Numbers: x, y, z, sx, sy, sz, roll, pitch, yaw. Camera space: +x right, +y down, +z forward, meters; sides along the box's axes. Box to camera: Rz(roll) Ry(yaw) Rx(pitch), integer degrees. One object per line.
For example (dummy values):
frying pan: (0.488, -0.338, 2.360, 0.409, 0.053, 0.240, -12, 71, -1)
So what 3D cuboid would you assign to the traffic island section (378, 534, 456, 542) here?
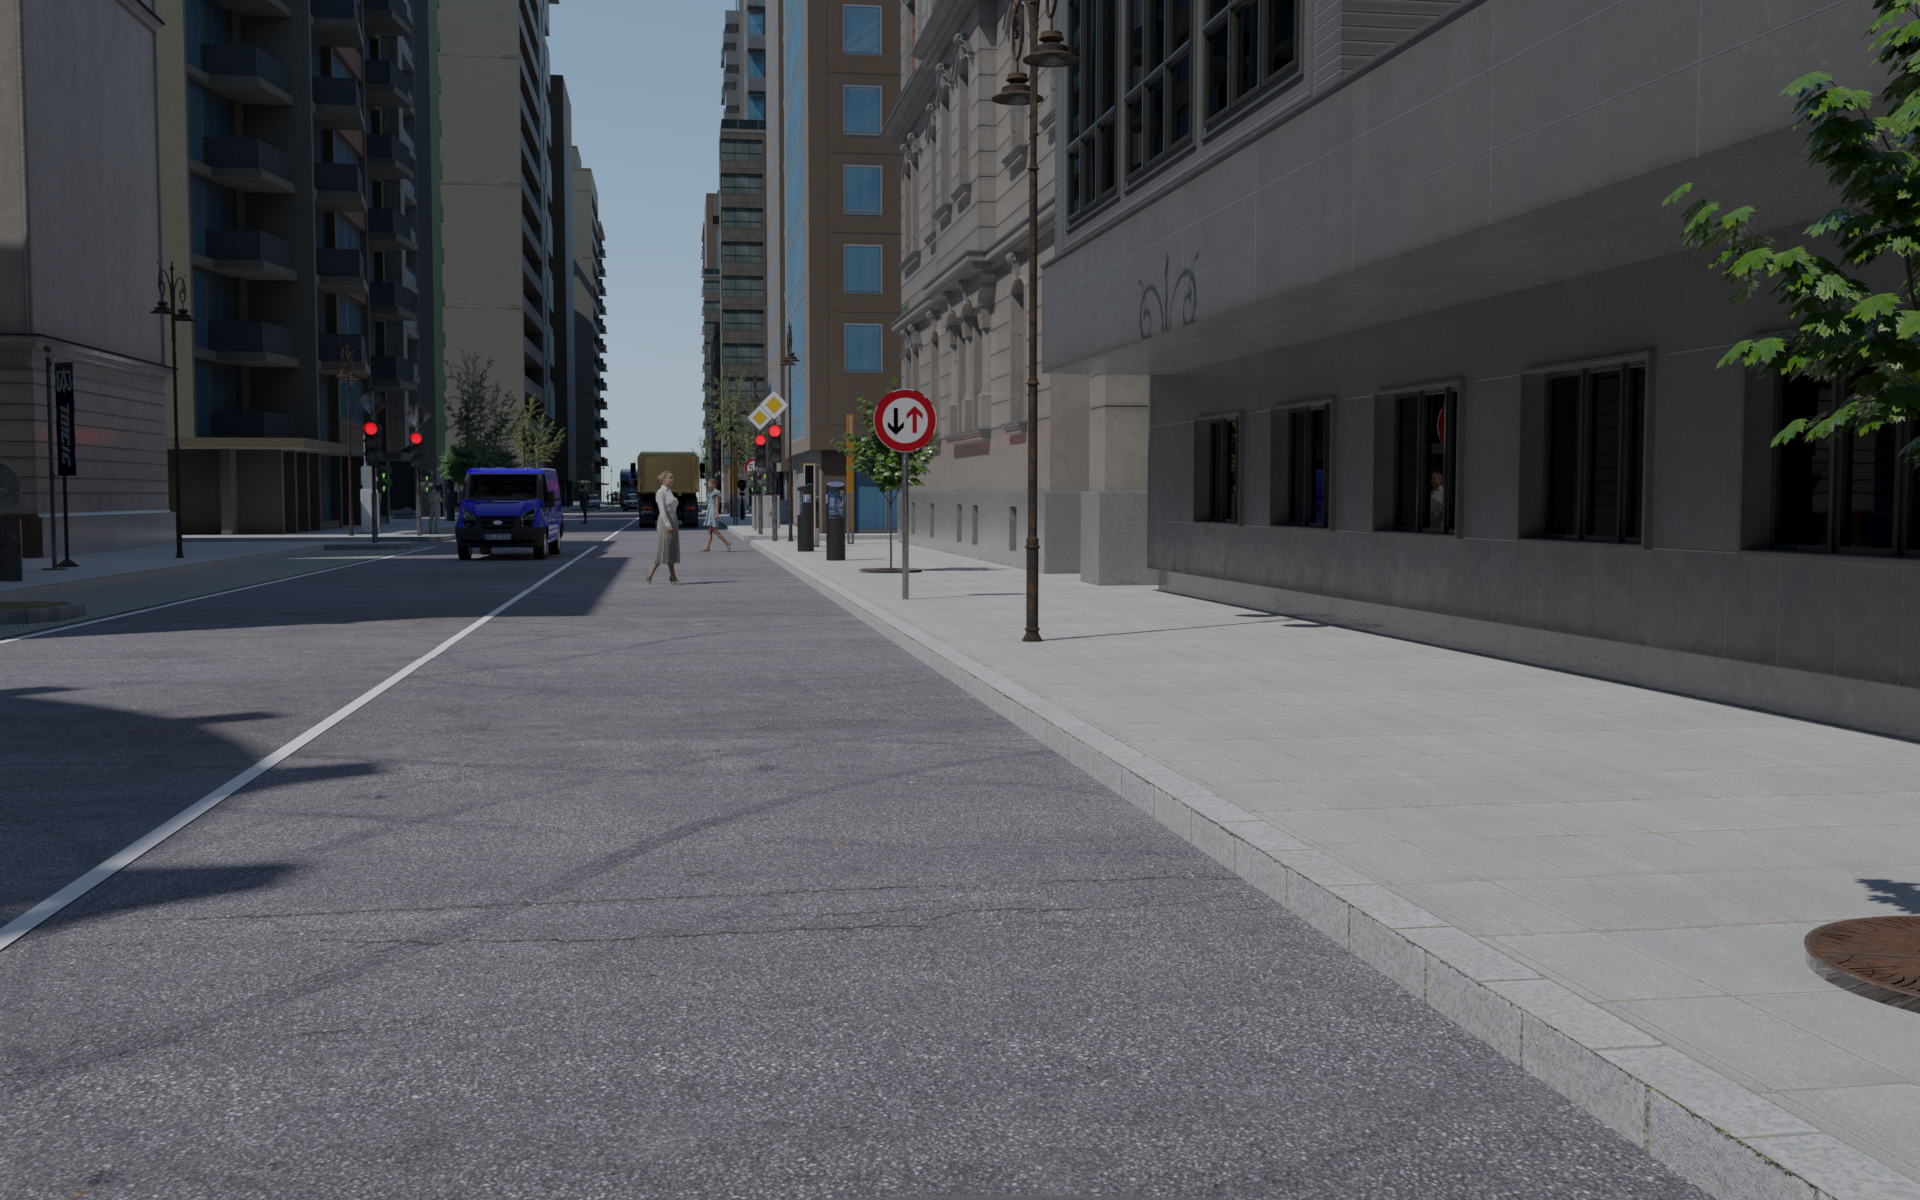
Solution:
traffic island section: (-16.665, -1.899, 53.330, 2.009, 0.180, 2.903, -1, 4, -9)

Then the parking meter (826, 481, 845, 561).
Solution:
parking meter: (-2.398, -1.530, 33.421, 0.372, 1.533, 0.369, 0, 3, 0)

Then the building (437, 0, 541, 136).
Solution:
building: (-44.422, -31.309, 135.599, 21.300, 48.544, 21.600, -1, 4, -9)

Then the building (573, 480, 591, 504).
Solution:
building: (-63.664, -32.244, 219.075, 32.217, 40.220, 23.993, -1, 4, -9)

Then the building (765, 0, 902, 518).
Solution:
building: (-5.383, -28.353, 113.686, 14.600, 45.320, 14.200, -1, 4, -9)

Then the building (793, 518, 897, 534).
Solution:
building: (1.085, -25.200, 62.136, 14.200, 45.320, 14.600, -1, 4, -9)

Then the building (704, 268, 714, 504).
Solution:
building: (-25.866, -27.612, 223.165, 14.160, 30.474, 14.107, -1, 4, -9)

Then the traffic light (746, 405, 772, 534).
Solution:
traffic light: (-6.353, -4.036, 54.902, 0.839, 4.253, 0.868, -1, 4, -9)

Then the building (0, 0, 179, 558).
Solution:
building: (-28.071, -10.559, 37.272, 19.286, 19.102, 10.561, -1, 4, -9)

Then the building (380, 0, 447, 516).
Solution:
building: (-36.895, -25.234, 96.170, 14.154, 41.232, 14.086, -1, 4, -9)

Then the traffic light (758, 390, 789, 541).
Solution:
traffic light: (-5.056, -3.554, 47.023, 0.839, 4.253, 0.868, -1, 4, -9)

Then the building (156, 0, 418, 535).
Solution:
building: (-33.073, -25.073, 64.575, 22.147, 44.769, 28.867, -1, 4, -9)

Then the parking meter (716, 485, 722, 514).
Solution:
parking meter: (-15.597, -6.493, 111.879, 0.399, 1.863, 0.255, -1, 4, -16)

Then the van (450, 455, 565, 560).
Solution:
van: (-10.243, -2.150, 39.543, 2.240, 2.365, 5.245, 0, 4, -8)

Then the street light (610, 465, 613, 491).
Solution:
street light: (-54.977, -18.378, 273.269, 0.468, 5.910, 1.993, -1, 4, -9)

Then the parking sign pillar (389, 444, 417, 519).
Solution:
parking sign pillar: (-28.882, -6.199, 89.826, 1.447, 3.967, 1.447, 0, 4, -4)

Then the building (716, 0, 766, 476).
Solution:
building: (-10.596, -33.064, 160.202, 23.786, 49.044, 30.456, -1, 4, -9)

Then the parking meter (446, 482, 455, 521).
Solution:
parking meter: (-24.127, -4.668, 82.031, 0.255, 1.863, 0.399, -3, 5, -44)

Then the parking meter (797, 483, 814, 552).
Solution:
parking meter: (-3.437, -1.844, 38.560, 0.372, 1.533, 0.369, 0, 3, 0)

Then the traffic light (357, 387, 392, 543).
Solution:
traffic light: (-15.327, -3.450, 45.323, 0.839, 4.253, 0.868, -1, 4, -9)

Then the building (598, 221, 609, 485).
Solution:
building: (-65.982, -37.488, 267.545, 22.147, 44.769, 28.867, -1, 4, -9)

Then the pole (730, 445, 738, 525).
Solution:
pole: (-9.431, -4.824, 72.712, 0.158, 3.312, 0.155, 0, 3, 0)

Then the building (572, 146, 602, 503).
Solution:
building: (-61.776, -37.853, 242.595, 21.300, 48.544, 21.600, -1, 4, -9)

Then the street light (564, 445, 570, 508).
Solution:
street light: (-36.188, -11.436, 159.760, 0.468, 5.910, 1.993, -1, 4, -9)

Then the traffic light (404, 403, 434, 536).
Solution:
traffic light: (-16.624, -3.932, 53.202, 0.839, 4.253, 0.868, -1, 4, -9)

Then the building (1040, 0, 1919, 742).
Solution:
building: (10.308, -11.585, 8.474, 14.314, 24.678, 30.058, -1, 4, -9)

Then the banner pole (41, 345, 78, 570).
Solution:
banner pole: (-15.102, -2.388, 29.066, 0.863, 3.779, 0.401, 2, 4, 27)

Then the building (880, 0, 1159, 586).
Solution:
building: (6.271, -15.163, 35.301, 14.401, 28.519, 23.554, -1, 4, -9)

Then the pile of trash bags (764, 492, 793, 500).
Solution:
pile of trash bags: (-8.367, -4.307, 80.179, 1.912, 1.369, 3.447, 1, 4, 11)

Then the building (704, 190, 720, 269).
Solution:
building: (-29.838, -36.780, 251.470, 14.600, 45.320, 14.200, -1, 4, -9)

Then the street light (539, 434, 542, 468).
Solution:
street light: (-31.139, -9.533, 128.653, 0.468, 5.910, 1.993, -1, 4, -9)

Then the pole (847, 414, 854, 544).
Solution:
pole: (-2.806, -3.084, 44.268, 0.158, 3.312, 0.155, 0, 3, 0)

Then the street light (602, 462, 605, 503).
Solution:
street light: (-49.847, -16.477, 242.192, 0.468, 5.910, 1.993, -1, 4, -9)

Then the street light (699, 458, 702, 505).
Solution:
street light: (-30.505, -14.161, 204.324, 0.468, 5.910, 1.993, -1, 4, -9)

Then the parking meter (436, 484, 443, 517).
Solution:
parking meter: (-29.620, -5.679, 98.556, 0.399, 1.863, 0.255, -1, 4, -13)

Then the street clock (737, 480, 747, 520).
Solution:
street clock: (-10.859, -5.005, 86.398, 0.471, 2.002, 0.358, 1, 4, 13)

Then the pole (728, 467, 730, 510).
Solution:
pole: (-17.143, -8.263, 128.938, 0.158, 3.312, 0.155, 0, 3, 0)

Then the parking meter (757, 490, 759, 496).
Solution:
parking meter: (-13.875, -6.778, 119.230, 0.372, 1.533, 0.369, 0, 3, 0)

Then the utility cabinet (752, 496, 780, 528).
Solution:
utility cabinet: (-7.248, -3.275, 64.709, 1.020, 1.237, 0.306, 0, 4, 0)

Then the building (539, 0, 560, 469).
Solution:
building: (-51.907, -34.853, 159.078, 28.713, 52.752, 27.495, -1, 4, -9)

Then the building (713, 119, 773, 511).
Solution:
building: (-12.013, -22.377, 137.558, 14.160, 30.474, 14.107, -1, 4, -9)

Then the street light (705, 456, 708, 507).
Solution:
street light: (-25.315, -12.265, 173.319, 0.468, 5.910, 1.993, -1, 4, -9)

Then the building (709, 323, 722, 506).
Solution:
building: (-13.448, -21.197, 191.610, 27.650, 21.520, 28.899, -1, 4, -9)

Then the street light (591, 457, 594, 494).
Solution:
street light: (-44.722, -14.574, 211.079, 0.468, 5.910, 1.993, -1, 4, -9)

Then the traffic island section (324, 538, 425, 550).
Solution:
traffic island section: (-15.368, -1.417, 45.451, 2.009, 0.180, 2.903, -1, 4, -9)

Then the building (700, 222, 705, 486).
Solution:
building: (-29.588, -37.866, 273.740, 22.147, 44.769, 28.867, -1, 4, -9)

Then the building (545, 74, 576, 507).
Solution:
building: (-47.830, -32.474, 181.060, 14.600, 45.320, 14.200, -1, 4, -9)
